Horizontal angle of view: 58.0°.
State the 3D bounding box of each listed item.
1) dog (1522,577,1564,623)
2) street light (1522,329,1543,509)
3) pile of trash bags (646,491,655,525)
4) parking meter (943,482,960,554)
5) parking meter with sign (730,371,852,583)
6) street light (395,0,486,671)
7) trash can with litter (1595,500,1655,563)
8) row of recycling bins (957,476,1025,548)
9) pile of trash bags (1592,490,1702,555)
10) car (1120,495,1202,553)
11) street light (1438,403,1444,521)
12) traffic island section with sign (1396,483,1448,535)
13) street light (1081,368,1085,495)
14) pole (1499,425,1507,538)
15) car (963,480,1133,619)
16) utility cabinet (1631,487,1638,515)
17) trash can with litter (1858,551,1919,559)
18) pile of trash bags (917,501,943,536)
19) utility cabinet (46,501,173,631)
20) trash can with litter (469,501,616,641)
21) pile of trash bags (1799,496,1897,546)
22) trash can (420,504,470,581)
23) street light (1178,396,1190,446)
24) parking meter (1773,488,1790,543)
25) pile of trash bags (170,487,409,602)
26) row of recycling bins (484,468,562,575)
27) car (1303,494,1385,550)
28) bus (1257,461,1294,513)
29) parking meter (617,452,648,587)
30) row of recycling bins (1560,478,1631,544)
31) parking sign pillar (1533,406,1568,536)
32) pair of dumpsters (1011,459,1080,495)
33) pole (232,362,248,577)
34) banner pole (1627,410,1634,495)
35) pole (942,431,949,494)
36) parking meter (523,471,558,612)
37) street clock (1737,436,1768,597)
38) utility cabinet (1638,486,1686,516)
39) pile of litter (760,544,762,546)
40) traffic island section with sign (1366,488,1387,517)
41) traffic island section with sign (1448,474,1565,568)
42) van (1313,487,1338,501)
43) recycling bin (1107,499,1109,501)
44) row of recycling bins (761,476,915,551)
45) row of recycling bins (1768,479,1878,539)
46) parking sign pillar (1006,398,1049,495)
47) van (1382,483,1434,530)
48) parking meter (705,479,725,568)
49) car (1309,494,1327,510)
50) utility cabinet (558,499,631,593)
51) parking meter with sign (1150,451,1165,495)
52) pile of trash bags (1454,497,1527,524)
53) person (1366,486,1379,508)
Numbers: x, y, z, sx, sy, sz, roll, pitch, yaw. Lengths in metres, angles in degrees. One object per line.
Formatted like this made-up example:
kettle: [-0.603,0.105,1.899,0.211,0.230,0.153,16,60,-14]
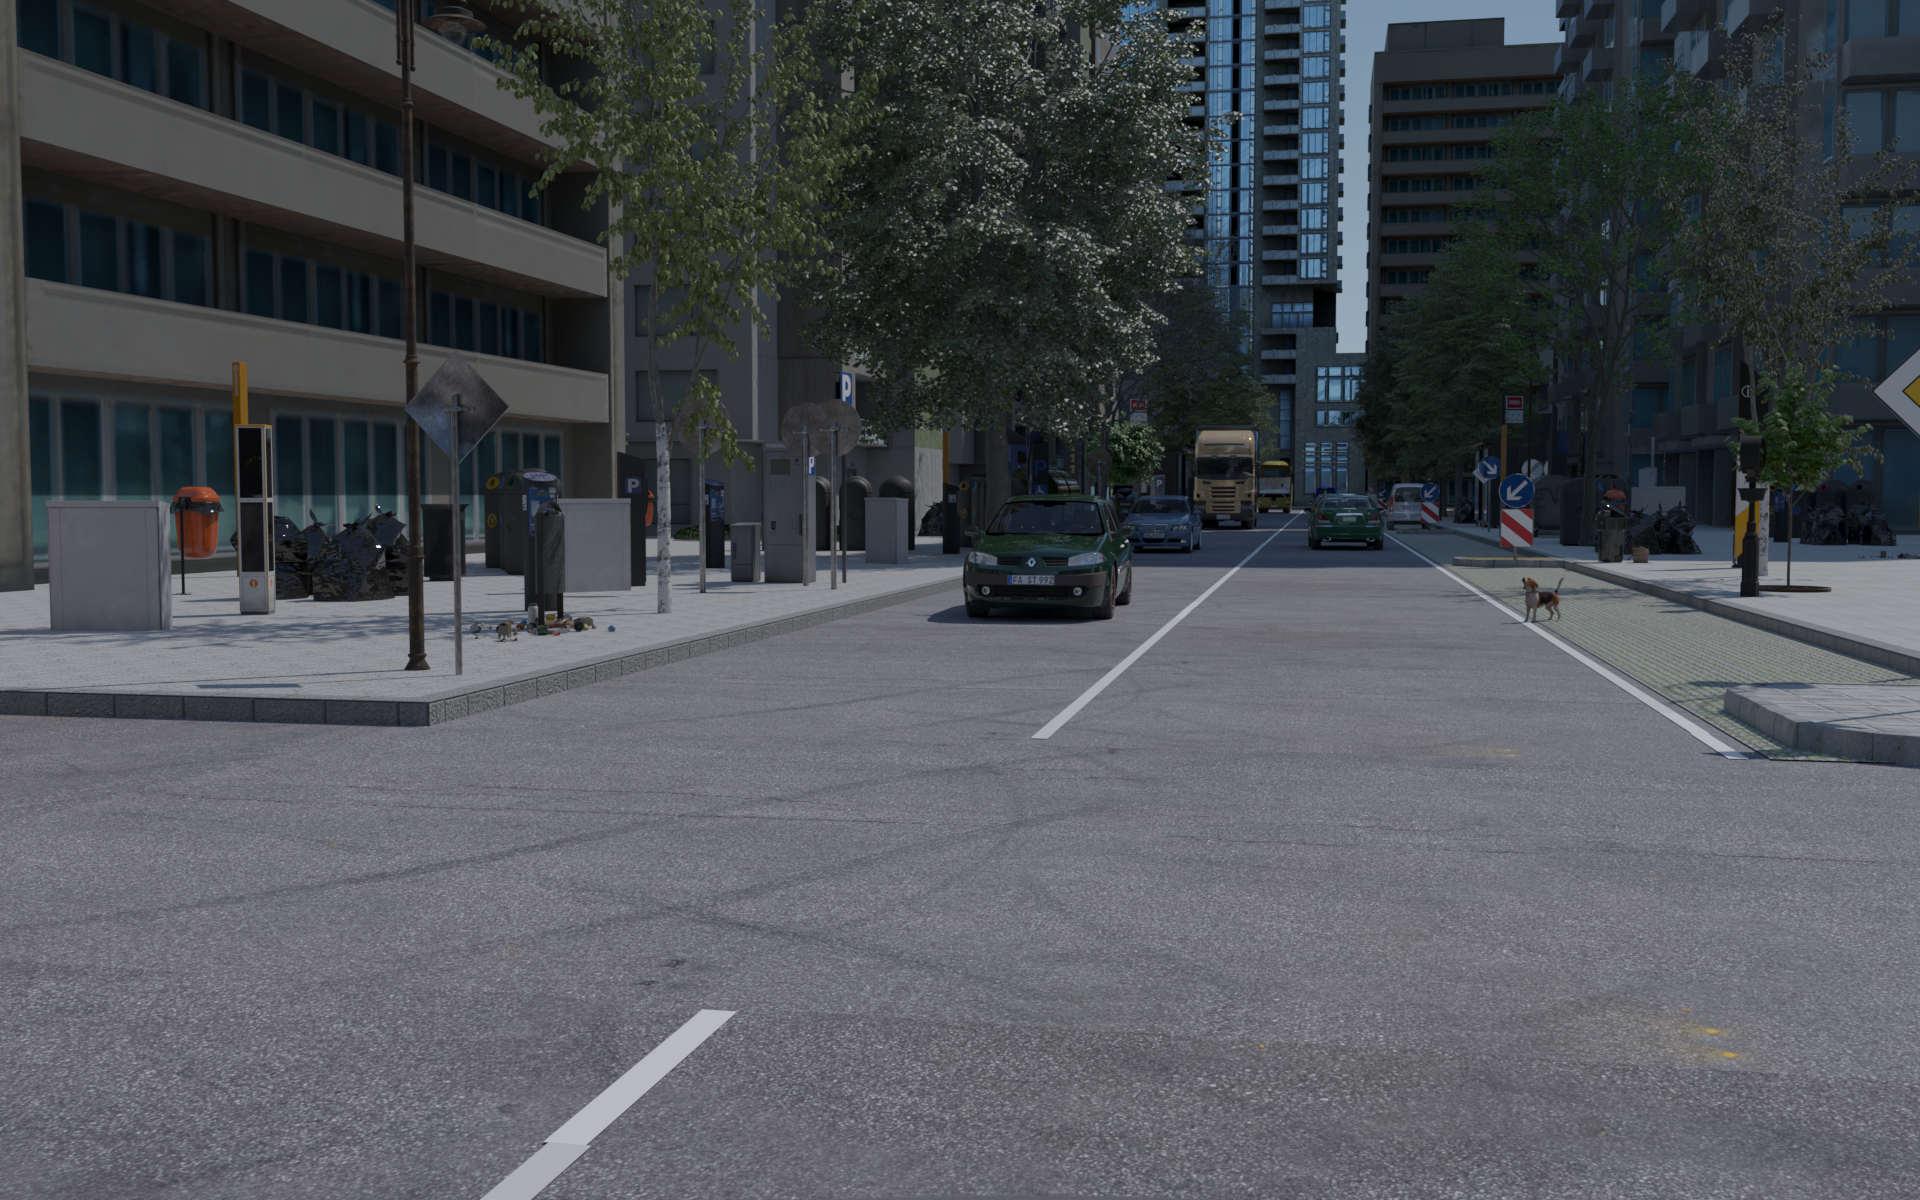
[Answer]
dog: [6.522,-0.006,19.384,0.406,0.507,0.540,2,4,24]
street light: [15.863,-4.614,48.222,0.468,5.910,1.993,1,4,12]
pile of trash bags: [-9.678,-2.179,45.372,3.447,1.369,1.912,-2,4,-27]
parking meter: [-0.188,-1.756,37.126,0.372,1.533,0.369,0,3,0]
parking meter with sign: [-2.470,-1.762,25.075,1.738,3.016,0.543,1,4,14]
street light: [-3.965,-2.428,12.478,0.468,5.910,1.993,1,4,12]
trash can with litter: [12.459,-1.289,32.454,1.055,1.170,0.624,1,4,21]
row of recycling bins: [0.734,-2.047,40.574,1.069,1.692,3.534,-1,4,-14]
pile of trash bags: [14.860,-1.734,38.110,1.912,1.369,3.447,0,4,1]
car: [5.091,-1.929,43.535,2.014,1.417,4.499,1,4,12]
street light: [23.078,-6.742,83.017,0.468,5.910,1.993,1,4,12]
traffic island section with sign: [16.613,-3.254,61.823,1.989,1.847,2.006,1,4,12]
street light: [3.339,-4.539,46.993,0.468,5.910,1.993,1,4,12]
pole: [16.019,-3.501,51.078,0.158,3.312,0.155,0,3,0]
car: [1.142,-0.699,21.213,2.009,1.686,4.222,1,4,10]
utility cabinet: [22.043,-2.846,55.213,1.173,1.500,0.318,3,4,36]
trash can with litter: [19.195,-1.440,34.607,2.233,1.210,1.678,1,4,22]
pile of trash bags: [0.134,-2.700,53.900,1.912,1.369,3.447,2,4,25]
utility cabinet: [-8.012,-0.317,16.341,1.020,1.237,0.306,0,4,-4]
trash can with litter: [-4.052,-0.308,16.099,1.678,1.210,2.233,0,4,7]
pile of trash bags: [23.026,-2.063,43.490,3.447,1.369,1.912,2,4,24]
trash can: [-7.633,-0.855,25.638,0.748,1.137,0.748,0,3,0]
street light: [10.489,-6.642,81.390,0.468,5.910,1.993,1,4,12]
parking meter: [21.803,-2.296,45.946,0.372,1.533,0.369,0,3,0]
pile of trash bags: [-8.491,-0.738,21.814,3.447,1.369,1.912,1,4,18]
row of recycling bins: [-7.284,-1.337,28.974,1.069,1.692,3.534,-1,4,-22]
car: [10.189,-2.083,45.858,2.131,1.459,4.920,1,4,10]
bus: [24.160,-8.635,132.730,2.896,3.916,12.252,1,4,11]
parking meter: [-4.552,-1.125,24.098,0.399,1.863,0.255,-1,4,-21]
row of recycling bins: [16.496,-2.320,45.043,1.069,1.692,3.534,3,5,39]
parking sign pillar: [18.576,-4.003,53.927,1.447,3.967,1.447,1,4,13]
pair of dumpsters: [2.229,-2.732,47.154,1.574,2.255,4.437,1,4,12]
pole: [-11.137,-2.019,26.859,0.158,3.312,0.155,0,3,0]
banner pole: [19.917,-3.765,51.567,0.401,3.779,0.863,2,4,28]
pole: [-0.351,-3.002,42.933,0.158,3.312,0.155,0,3,0]
parking meter: [-4.603,-0.649,19.024,0.372,1.533,0.369,0,3,0]
street clock: [9.872,-1.041,21.596,0.358,2.002,0.471,2,4,35]
utility cabinet: [20.405,-2.544,50.278,1.173,1.500,0.318,2,4,27]
pile of litter: [-4.203,-1.782,43.099,1.719,0.858,1.176,-1,4,-22]
traffic island section with sign: [26.842,-6.243,110.706,1.989,1.847,2.006,1,4,12]
traffic island section with sign: [10.870,-1.579,34.444,1.989,1.847,2.006,1,4,12]
van: [32.681,-9.204,154.866,2.240,2.365,5.245,1,4,12]
recycling bin: [7.528,-4.451,85.321,0.722,1.027,0.722,-3,5,-43]
row of recycling bins: [-2.788,-1.988,39.620,3.534,1.692,1.069,0,4,-1]
row of recycling bins: [24.792,-2.631,50.134,1.069,1.692,3.534,-2,4,-32]
parking sign pillar: [1.960,-3.360,43.412,1.447,3.967,1.447,0,4,-3]
van: [17.931,-3.806,69.242,2.013,2.044,4.112,1,4,13]
parking meter: [-4.263,-1.320,29.994,0.372,1.533,0.369,0,3,0]
car: [19.114,-4.755,89.540,2.131,1.459,4.920,1,4,11]
utility cabinet: [-4.867,-0.713,22.813,1.020,1.237,0.306,-2,4,-35]
parking meter with sign: [7.892,-4.476,69.450,0.543,3.016,1.738,0,4,-8]
pile of trash bags: [23.155,-3.996,75.082,3.447,1.369,1.912,1,4,21]
person: [14.512,-3.187,61.354,0.466,1.731,0.760,-3,5,-43]
